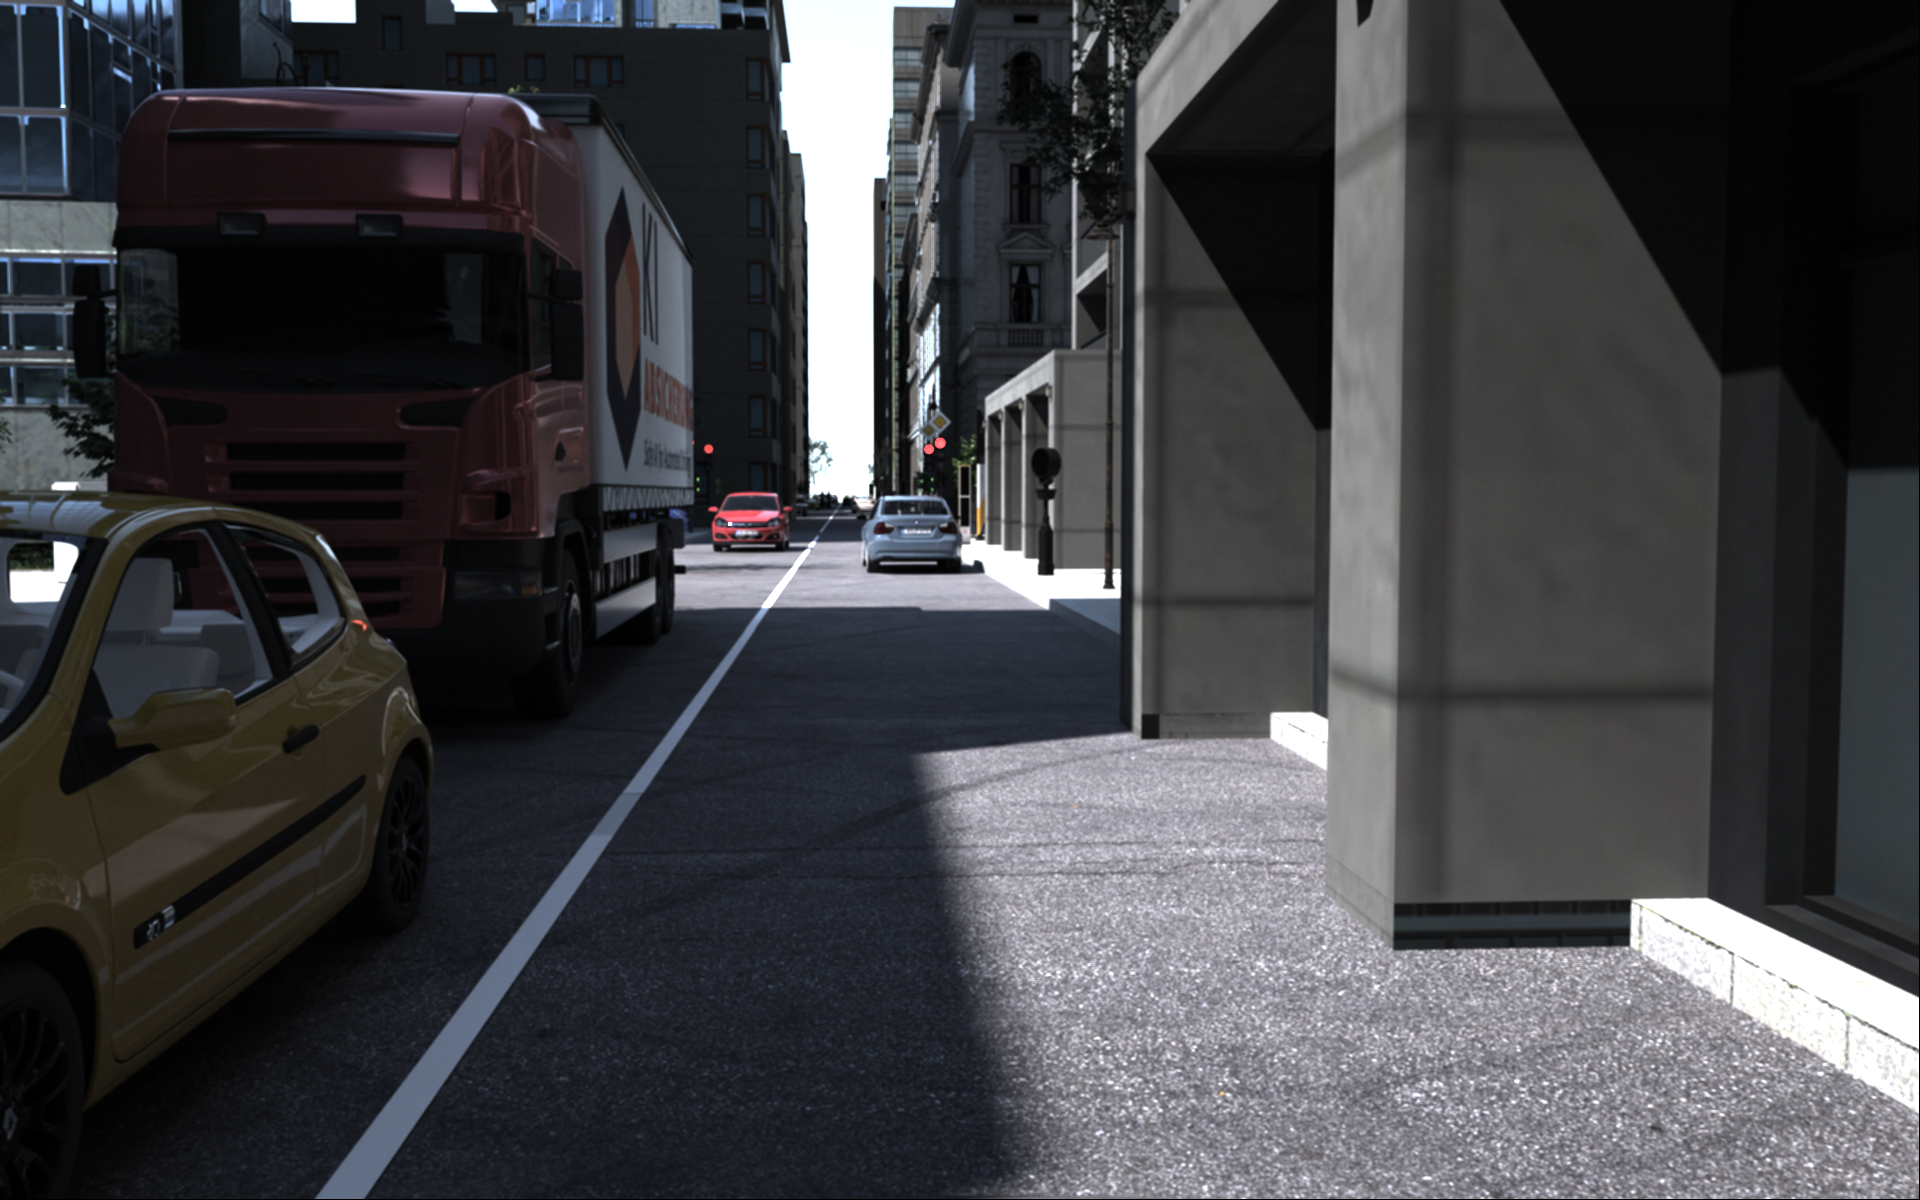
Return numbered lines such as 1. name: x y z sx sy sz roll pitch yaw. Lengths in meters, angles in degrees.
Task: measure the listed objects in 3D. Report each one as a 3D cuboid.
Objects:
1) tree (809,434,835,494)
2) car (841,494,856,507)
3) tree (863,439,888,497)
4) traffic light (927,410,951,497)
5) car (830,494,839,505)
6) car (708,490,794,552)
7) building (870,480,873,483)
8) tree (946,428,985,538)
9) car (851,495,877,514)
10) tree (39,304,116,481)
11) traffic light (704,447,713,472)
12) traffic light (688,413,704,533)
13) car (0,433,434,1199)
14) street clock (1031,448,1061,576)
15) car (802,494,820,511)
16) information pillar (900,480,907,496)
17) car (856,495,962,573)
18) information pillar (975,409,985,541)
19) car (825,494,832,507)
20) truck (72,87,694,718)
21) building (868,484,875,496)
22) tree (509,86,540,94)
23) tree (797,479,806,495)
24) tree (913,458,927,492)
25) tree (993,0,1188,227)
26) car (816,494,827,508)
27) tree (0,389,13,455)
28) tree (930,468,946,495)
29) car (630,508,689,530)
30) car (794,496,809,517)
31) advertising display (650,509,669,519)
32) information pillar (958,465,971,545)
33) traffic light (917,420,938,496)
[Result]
1. tree: -25.286 -22.899 300.150 9.928 11.665 9.643 0 3 0
2. car: -11.951 -10.948 188.793 2.009 1.686 4.222 0 4 -4
3. tree: -10.500 -16.898 226.637 4.360 8.622 3.978 0 3 0
4. traffic light: -0.696 -4.229 58.066 0.839 4.253 0.868 0 4 -4
5. car: -17.249 -13.661 232.392 2.155 1.783 4.494 0 4 -2
6. car: -5.345 -2.172 44.558 2.155 1.783 4.494 0 4 -3
7. building: -1.658 -39.256 261.441 23.786 49.044 30.456 0 4 -4
8. tree: 0.531 -3.438 50.809 1.663 3.219 1.824 0 3 0
9. car: -7.040 -7.061 127.817 2.083 1.381 4.827 0 4 -2
10. tree: -7.175 -1.262 15.230 1.663 3.219 1.824 0 3 0
11. traffic light: -9.454 -4.683 65.489 0.839 4.253 0.868 0 4 -4
12. traffic light: -8.940 -4.196 57.520 0.839 4.253 0.868 0 4 -4
13. car: -2.599 0.363 4.284 2.015 1.641 3.980 0 4 -2
14. street clock: 1.353 -1.387 27.250 0.358 2.002 0.471 -3 4 -37
15. car: -12.933 -8.445 148.298 2.015 1.641 3.980 0 4 -2
16. information pillar: -3.011 -5.403 92.824 0.304 2.012 0.304 1 4 9
17. car: -0.953 -1.279 32.922 2.014 1.417 4.499 0 4 -5
18. information pillar: 0.578 -3.447 47.706 0.183 3.616 0.504 1 4 20
19. car: -15.313 -11.213 193.552 2.015 1.641 3.980 0 4 -5
20. truck: -3.900 -1.559 14.405 2.839 4.237 11.283 0 4 -4
21. building: 0.858 -36.527 289.102 32.217 40.220 23.993 0 4 -4
22. tree: -8.321 -4.917 30.764 4.737 8.622 4.395 0 3 0
23. tree: -19.843 -13.541 215.997 1.663 3.219 1.824 0 3 0
24. tree: -1.349 -5.084 77.720 1.663 3.219 1.824 0 3 0
25. tree: 3.823 -4.925 14.933 7.601 10.594 8.767 0 3 0
26. car: -14.880 -10.586 183.309 2.015 1.641 3.980 0 4 -4
27. tree: -20.039 -3.015 33.011 4.285 4.588 4.351 0 3 0
28. tree: 0.177 -3.683 54.825 1.663 3.219 1.824 0 3 0
29. car: -11.460 -3.184 61.646 3.694 1.707 1.945 0 4 -2
30. car: -10.555 -5.944 109.763 1.945 1.354 3.894 0 4 -5
31. advertising display: -8.916 -2.828 51.454 0.123 1.923 0.974 1 4 18
32. information pillar: 0.117 -2.417 44.012 0.304 2.012 0.304 0 4 -4
33. traffic light: -1.211 -4.716 66.034 0.839 4.253 0.868 0 4 -4
